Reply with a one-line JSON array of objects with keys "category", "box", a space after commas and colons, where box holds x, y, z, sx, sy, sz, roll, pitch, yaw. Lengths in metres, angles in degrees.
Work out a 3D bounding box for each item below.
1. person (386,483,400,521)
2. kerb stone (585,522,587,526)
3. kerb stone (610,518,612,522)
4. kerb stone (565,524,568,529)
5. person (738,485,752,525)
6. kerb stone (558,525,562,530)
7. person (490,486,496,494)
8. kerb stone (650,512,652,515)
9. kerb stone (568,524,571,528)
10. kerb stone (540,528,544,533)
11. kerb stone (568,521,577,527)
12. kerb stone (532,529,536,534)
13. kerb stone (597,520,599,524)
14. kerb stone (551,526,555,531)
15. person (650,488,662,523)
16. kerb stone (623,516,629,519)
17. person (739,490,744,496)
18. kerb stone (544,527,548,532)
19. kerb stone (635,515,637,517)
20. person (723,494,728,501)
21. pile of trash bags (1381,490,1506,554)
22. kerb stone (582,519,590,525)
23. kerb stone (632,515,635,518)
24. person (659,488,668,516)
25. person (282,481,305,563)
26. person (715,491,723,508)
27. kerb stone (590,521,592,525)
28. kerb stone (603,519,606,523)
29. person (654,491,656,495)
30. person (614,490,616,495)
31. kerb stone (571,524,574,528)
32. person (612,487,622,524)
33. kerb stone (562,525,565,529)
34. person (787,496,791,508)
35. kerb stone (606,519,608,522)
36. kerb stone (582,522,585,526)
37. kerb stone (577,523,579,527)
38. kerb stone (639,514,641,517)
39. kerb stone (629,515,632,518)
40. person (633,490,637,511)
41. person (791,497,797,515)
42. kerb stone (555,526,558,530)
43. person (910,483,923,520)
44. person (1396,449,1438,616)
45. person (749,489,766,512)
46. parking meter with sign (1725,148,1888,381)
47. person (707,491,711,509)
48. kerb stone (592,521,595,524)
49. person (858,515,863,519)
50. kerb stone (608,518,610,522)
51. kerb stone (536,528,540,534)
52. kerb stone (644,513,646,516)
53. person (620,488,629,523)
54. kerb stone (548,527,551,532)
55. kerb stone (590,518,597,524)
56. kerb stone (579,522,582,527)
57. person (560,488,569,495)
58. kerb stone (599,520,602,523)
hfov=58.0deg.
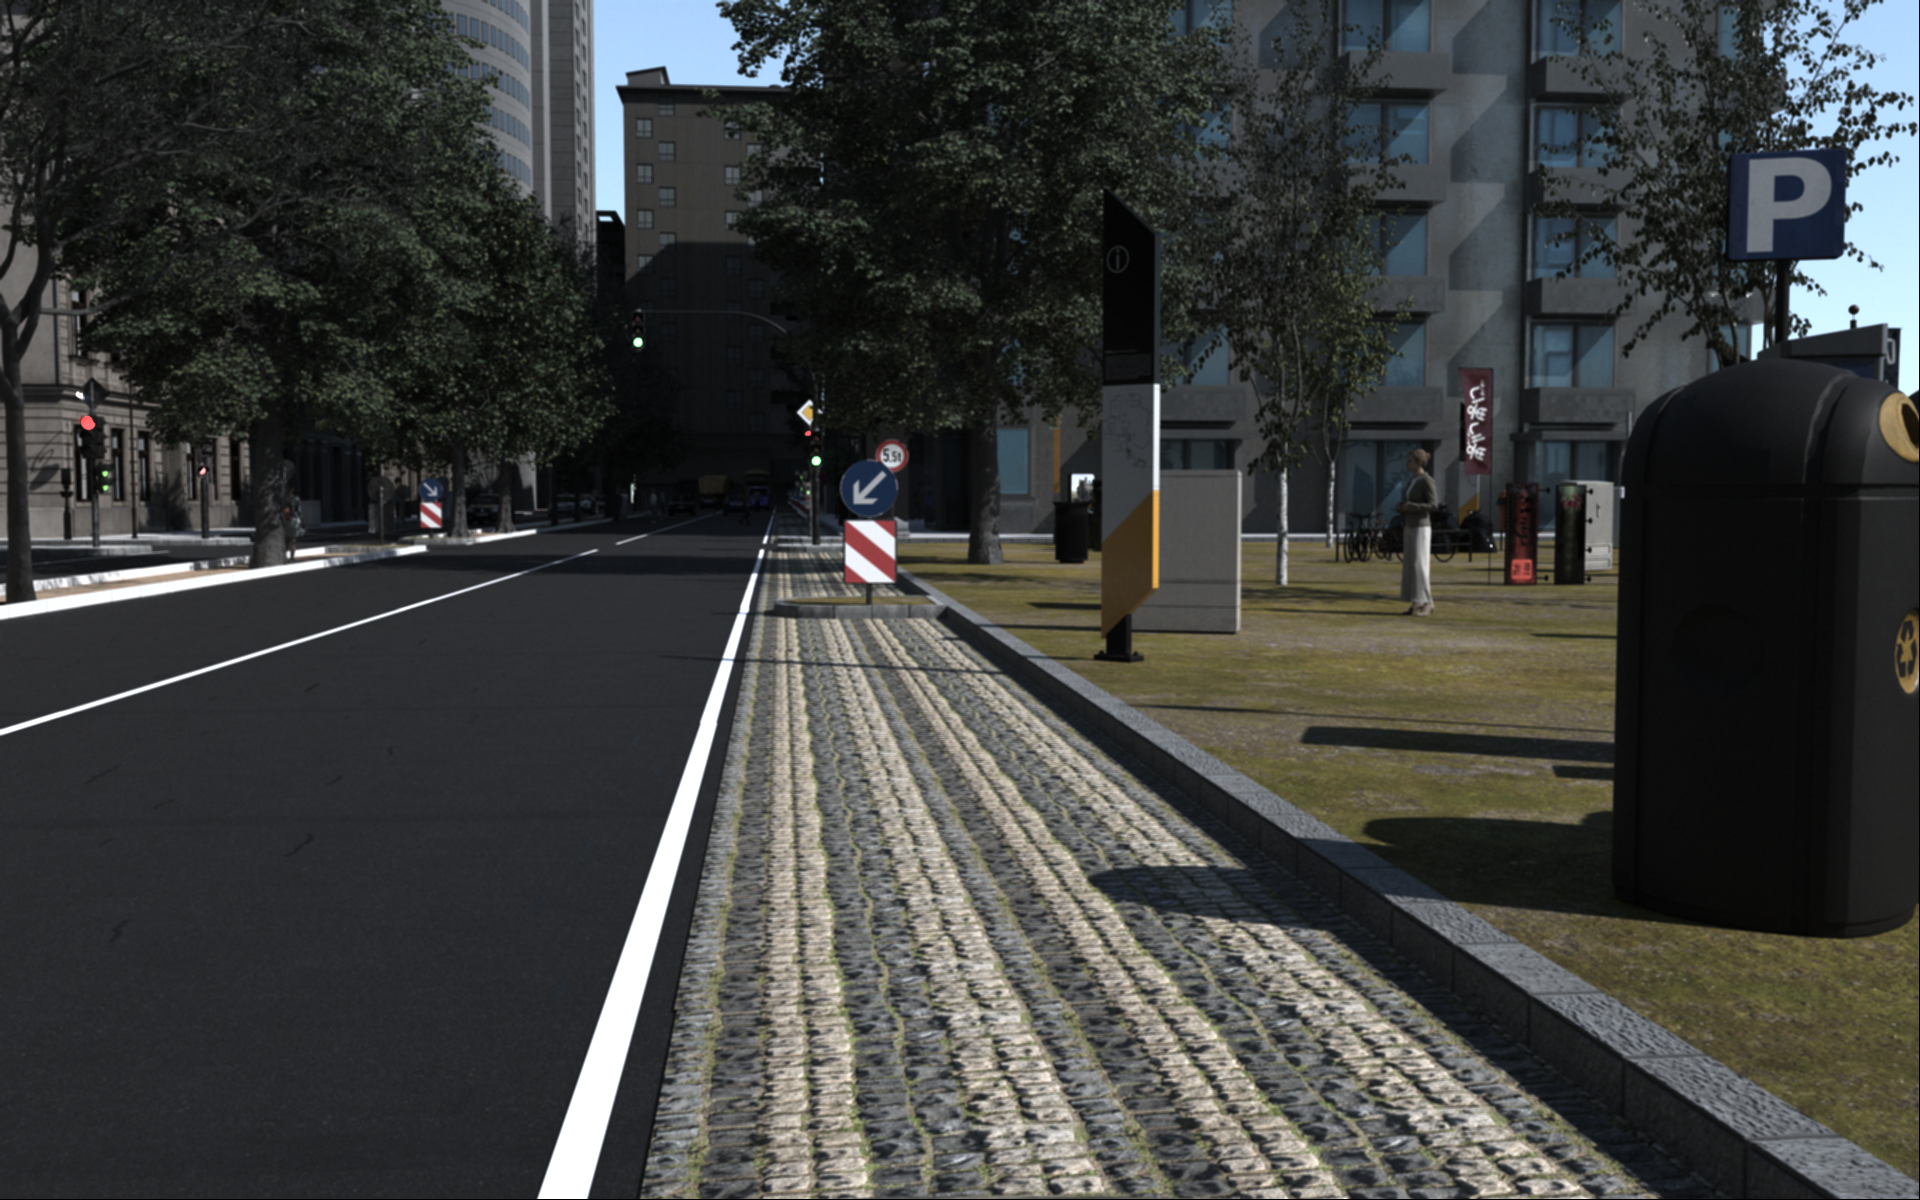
[{"category": "person", "box": [-26.889, -4.650, 82.167, 0.635, 1.810, 0.391, -2, 4, -24]}, {"category": "kerb stone", "box": [-17.022, -3.415, 78.026, 0.120, 0.150, 1.000, 0, 4, -6]}, {"category": "kerb stone", "box": [-18.189, -4.099, 89.260, 0.120, 0.150, 1.000, 0, 4, -6]}, {"category": "kerb stone", "box": [-16.275, -2.973, 70.896, 0.120, 0.150, 1.000, 0, 4, -6]}, {"category": "person", "box": [-9.804, -4.340, 79.362, 0.656, 1.842, 0.836, 3, 5, 43]}, {"category": "kerb stone", "box": [-16.067, -2.848, 68.852, 0.120, 0.150, 1.000, 0, 4, -6]}, {"category": "person", "box": [-30.429, -6.523, 112.792, 0.850, 1.850, 0.679, 2, 4, 26]}, {"category": "kerb stone", "box": [-21.061, -5.787, 116.813, 0.120, 0.150, 1.000, 0, 4, -6]}, {"category": "kerb stone", "box": [-16.388, -3.038, 71.913, 0.120, 0.150, 1.000, 0, 4, -6]}, {"category": "kerb stone", "box": [-15.539, -2.542, 63.758, 0.120, 0.150, 1.000, 0, 4, -6]}, {"category": "kerb stone", "box": [-16.603, -3.166, 73.953, 0.120, 0.150, 1.000, 0, 4, -6]}, {"category": "kerb stone", "box": [-15.328, -2.417, 61.724, 0.120, 0.150, 1.000, 0, 4, -6]}, {"category": "kerb stone", "box": [-17.548, -3.727, 83.134, 0.120, 0.150, 1.000, 0, 4, -6]}, {"category": "kerb stone", "box": [-15.856, -2.729, 66.818, 0.120, 0.150, 1.000, 0, 4, -6]}, {"category": "person", "box": [-15.081, -4.698, 85.984, 0.598, 1.740, 0.731, 0, 4, 2]}, {"category": "kerb stone", "box": [-19.257, -4.726, 99.467, 0.120, 0.150, 1.000, 0, 4, -6]}, {"category": "person", "box": [-20.202, -9.337, 161.162, 1.348, 1.823, 0.705, -1, 4, -12]}, {"category": "kerb stone", "box": [-15.648, -2.604, 64.781, 0.120, 0.150, 1.000, 0, 4, -6]}, {"category": "kerb stone", "box": [-19.787, -5.036, 104.571, 0.120, 0.150, 1.000, 0, 4, -6]}, {"category": "person", "box": [-18.883, -7.841, 139.920, 0.991, 1.433, 0.599, 3, 5, 44]}, {"category": "pile of trash bags", "box": [11.119, -1.747, 38.320, 3.447, 1.369, 1.912, -2, 4, -28]}, {"category": "kerb stone", "box": [-17.129, -3.477, 79.045, 0.120, 0.150, 1.000, 0, 4, -6]}, {"category": "kerb stone", "box": [-19.686, -4.975, 103.542, 0.120, 0.150, 1.000, 0, 4, -6]}, {"category": "person", "box": [-19.011, -6.265, 110.959, 0.620, 1.820, 0.660, -1, 4, -9]}, {"category": "person", "box": [-13.804, -1.604, 35.729, 0.512, 1.701, 0.522, 0, 4, 3]}, {"category": "person", "box": [-24.267, -10.083, 174.176, 0.721, 1.723, 1.217, 3, 5, 40]}, {"category": "kerb stone", "box": [-17.233, -3.539, 80.062, 0.120, 0.150, 1.000, 0, 4, -6]}, {"category": "kerb stone", "box": [-17.874, -3.914, 86.205, 0.120, 0.150, 1.000, 0, 4, -6]}, {"category": "person", "box": [-31.015, -10.173, 175.283, 0.568, 1.767, 0.683, -1, 4, -21]}, {"category": "person", "box": [-33.506, -9.810, 168.530, 0.705, 1.869, 1.348, -1, 4, -22]}, {"category": "kerb stone", "box": [-16.488, -3.103, 72.933, 0.120, 0.150, 1.000, 0, 4, -6]}, {"category": "person", "box": [-16.608, -4.579, 83.795, 0.534, 1.772, 0.576, -1, 4, -14]}, {"category": "kerb stone", "box": [-16.173, -2.916, 69.879, 0.120, 0.150, 1.000, 0, 4, -6]}, {"category": "person", "box": [-15.495, -9.048, 157.361, 0.541, 1.710, 0.530, -3, 5, -43]}, {"category": "kerb stone", "box": [-17.975, -3.969, 87.223, 0.120, 0.150, 1.000, 0, 4, -6]}, {"category": "kerb stone", "box": [-16.913, -3.352, 77.004, 0.120, 0.150, 1.000, 0, 4, -6]}, {"category": "kerb stone", "box": [-16.709, -3.228, 74.970, 0.120, 0.150, 1.000, 0, 4, -6]}, {"category": "kerb stone", "box": [-20.109, -5.225, 107.631, 0.120, 0.150, 1.000, 0, 4, -6]}, {"category": "kerb stone", "box": [-19.478, -4.851, 101.506, 0.120, 0.150, 1.000, 0, 4, -6]}, {"category": "person", "box": [-27.372, -8.381, 145.658, 0.705, 1.807, 1.348, 0, 4, -7]}, {"category": "person", "box": [-9.985, -5.745, 105.018, 0.523, 1.515, 0.503, 2, 4, 35]}, {"category": "kerb stone", "box": [-15.968, -2.791, 67.835, 0.120, 0.150, 1.000, 0, 4, -6]}, {"category": "person", "box": [-2.187, -4.946, 86.716, 0.655, 1.846, 0.447, -2, 4, -24]}, {"category": "person", "box": [4.816, -0.721, 18.377, 0.362, 1.759, 0.519, -1, 4, -12]}, {"category": "person", "box": [-15.917, -7.797, 135.967, 1.348, 1.826, 0.705, 0, 4, -1]}, {"category": "parking meter with sign", "box": [3.988, -0.725, 8.110, 0.543, 3.016, 1.738, 1, 4, 15]}, {"category": "person", "box": [-24.718, -9.869, 170.583, 1.217, 1.743, 0.721, 0, 4, -6]}, {"category": "kerb stone", "box": [-17.340, -3.599, 81.079, 0.120, 0.150, 1.000, 0, 4, -6]}, {"category": "person", "box": [-3.828, -3.657, 66.384, 0.362, 1.759, 0.519, 0, 4, -5]}, {"category": "kerb stone", "box": [-18.090, -4.039, 88.238, 0.120, 0.150, 1.000, 0, 4, -6]}, {"category": "kerb stone", "box": [-15.430, -2.476, 62.741, 0.120, 0.150, 1.000, 0, 4, -6]}, {"category": "kerb stone", "box": [-20.527, -5.475, 111.709, 0.120, 0.150, 1.000, 0, 4, -6]}, {"category": "person", "box": [-16.660, -4.702, 85.948, 0.480, 1.755, 0.524, -2, 4, -29]}, {"category": "kerb stone", "box": [-15.747, -2.667, 65.798, 0.120, 0.150, 1.000, 0, 4, -6]}, {"category": "kerb stone", "box": [-17.444, -3.664, 82.104, 0.120, 0.150, 1.000, 0, 4, -6]}, {"category": "kerb stone", "box": [-16.802, -3.290, 75.988, 0.120, 0.150, 1.000, 0, 4, -6]}, {"category": "person", "box": [-35.044, -9.034, 153.740, 1.348, 1.826, 0.705, 1, 4, 18]}, {"category": "kerb stone", "box": [-17.655, -3.790, 84.164, 0.120, 0.150, 1.000, 0, 4, -6]}]
